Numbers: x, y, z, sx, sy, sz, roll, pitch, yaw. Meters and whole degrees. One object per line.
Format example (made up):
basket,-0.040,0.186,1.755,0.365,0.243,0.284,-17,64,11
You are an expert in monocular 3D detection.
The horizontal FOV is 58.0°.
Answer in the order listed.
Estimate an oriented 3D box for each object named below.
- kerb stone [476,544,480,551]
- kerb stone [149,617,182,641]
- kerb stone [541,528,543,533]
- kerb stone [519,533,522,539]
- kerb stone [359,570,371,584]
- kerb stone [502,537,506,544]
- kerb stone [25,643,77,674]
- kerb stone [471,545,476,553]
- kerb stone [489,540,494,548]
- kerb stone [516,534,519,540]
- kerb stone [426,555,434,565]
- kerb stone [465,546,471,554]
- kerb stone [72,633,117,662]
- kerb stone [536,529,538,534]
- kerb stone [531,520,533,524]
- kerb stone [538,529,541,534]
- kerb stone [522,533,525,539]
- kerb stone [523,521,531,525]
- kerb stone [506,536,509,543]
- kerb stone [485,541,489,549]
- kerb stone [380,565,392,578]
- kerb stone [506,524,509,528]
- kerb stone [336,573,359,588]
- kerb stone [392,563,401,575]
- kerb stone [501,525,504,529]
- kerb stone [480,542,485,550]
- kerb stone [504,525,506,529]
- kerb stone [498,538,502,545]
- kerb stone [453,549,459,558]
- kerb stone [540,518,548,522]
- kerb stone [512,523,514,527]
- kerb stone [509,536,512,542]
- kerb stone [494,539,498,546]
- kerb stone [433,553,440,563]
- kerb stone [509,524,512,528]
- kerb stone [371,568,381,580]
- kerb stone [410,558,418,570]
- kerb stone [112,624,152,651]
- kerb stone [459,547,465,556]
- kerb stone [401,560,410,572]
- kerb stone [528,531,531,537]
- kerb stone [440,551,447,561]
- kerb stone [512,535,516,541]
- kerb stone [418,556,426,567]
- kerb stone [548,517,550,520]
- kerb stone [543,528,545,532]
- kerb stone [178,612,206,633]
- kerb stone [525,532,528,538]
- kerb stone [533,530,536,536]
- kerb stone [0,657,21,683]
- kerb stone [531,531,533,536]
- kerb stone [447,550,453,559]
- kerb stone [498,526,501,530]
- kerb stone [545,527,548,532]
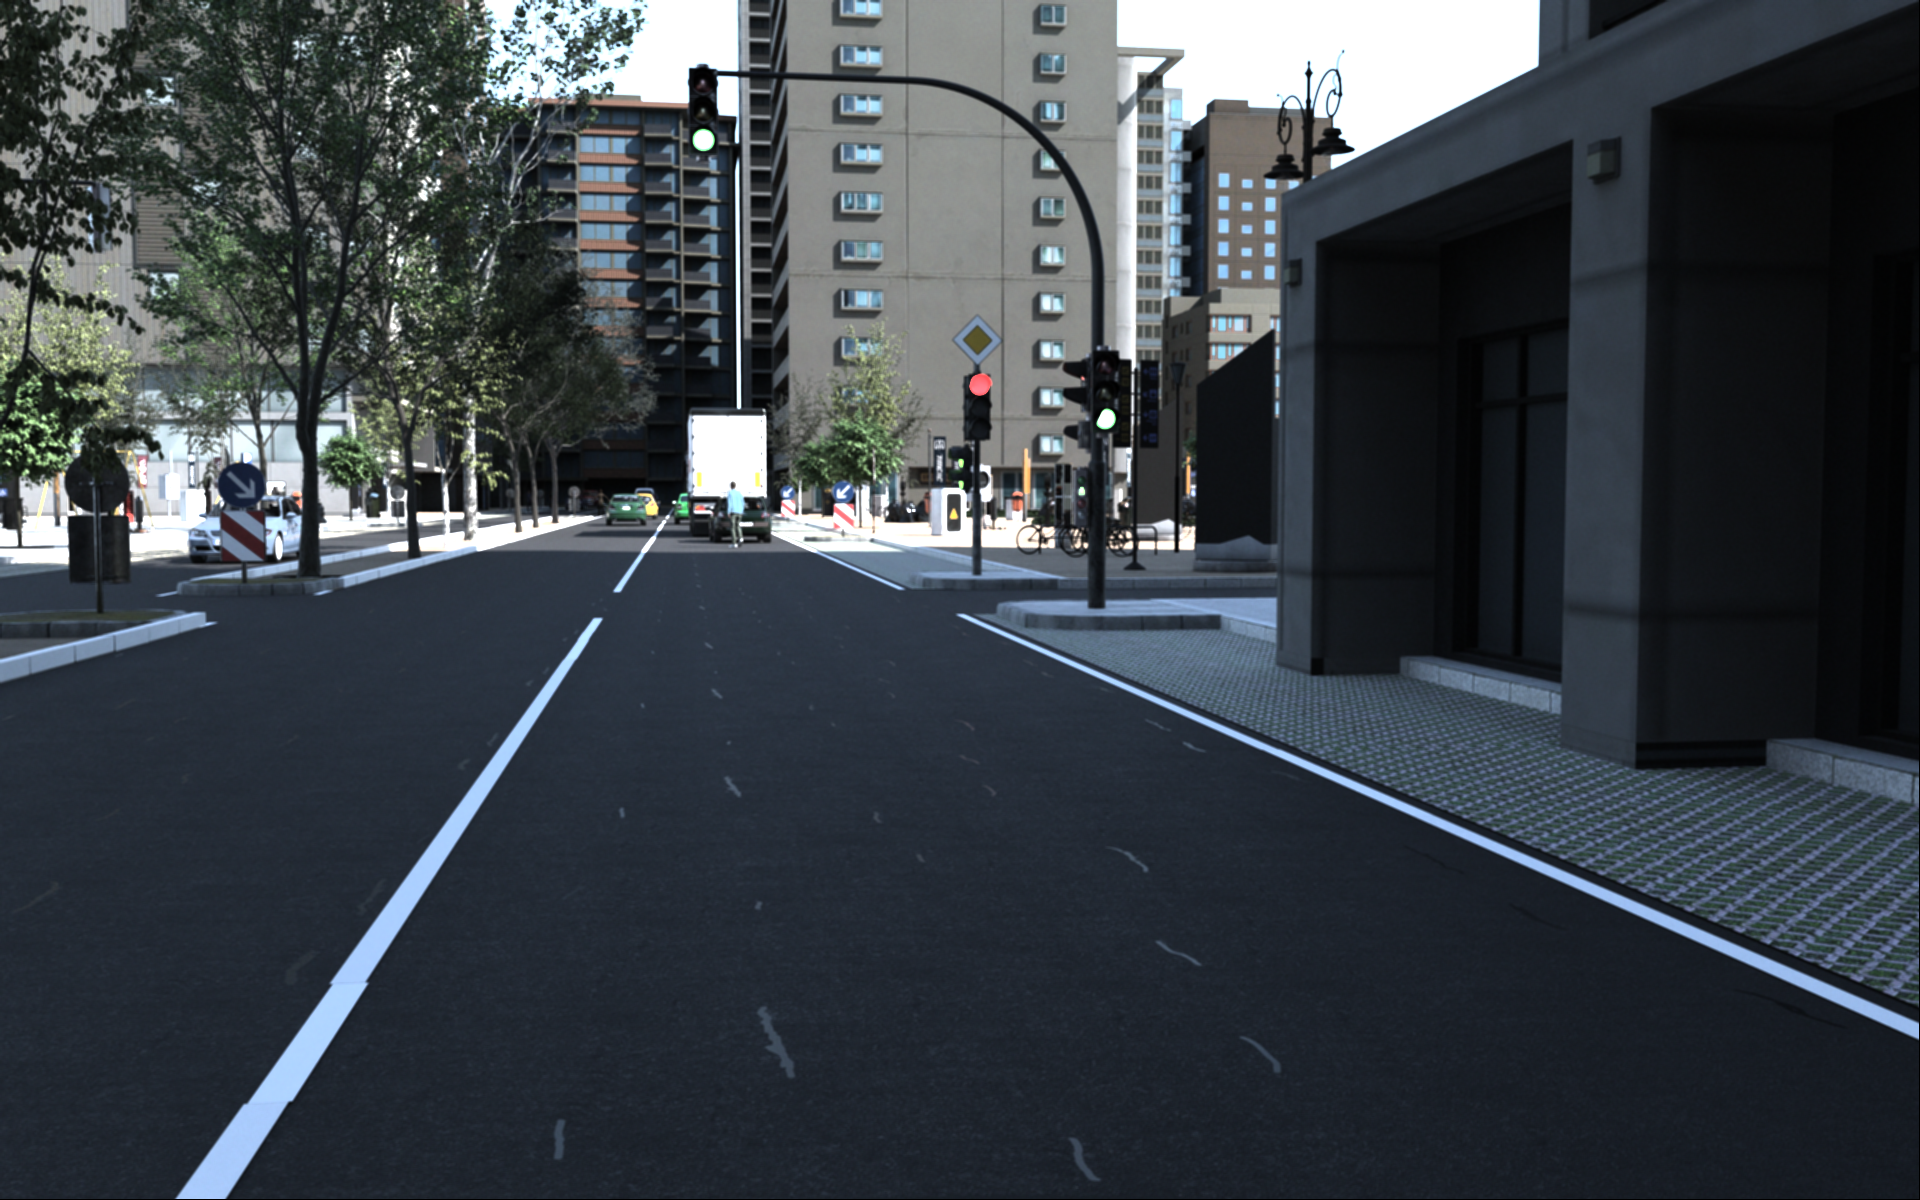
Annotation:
kerb stone,-12.131,-1.279,43.151,0.120,0.150,1.000,-1,4,-9
kerb stone,-7.993,0.302,17.265,0.120,0.150,1.000,-1,4,-9
kerb stone,-15.203,-2.458,62.384,0.120,0.150,1.000,-1,4,-9
kerb stone,-13.915,-1.963,54.293,0.120,0.150,1.000,-1,4,-9
kerb stone,-9.692,-0.350,27.922,0.120,0.150,1.000,-1,4,-9
kerb stone,-13.099,-1.650,49.214,0.120,0.150,1.000,-1,4,-9
kerb stone,-7.508,0.488,14.217,0.120,0.150,1.000,-1,4,-9
kerb stone,-11.966,-1.219,42.129,0.120,0.150,1.000,-1,4,-9
kerb stone,-12.615,-1.467,46.182,0.120,0.150,1.000,-1,4,-9
kerb stone,-13.749,-1.901,53.285,0.120,0.150,1.000,-1,4,-9
kerb stone,-10.829,-0.779,35.014,0.120,0.150,1.000,-1,4,-9
kerb stone,-11.800,-1.155,41.114,0.120,0.150,1.000,-1,4,-9
kerb stone,-7.672,0.430,15.241,0.120,0.150,1.000,-1,4,-9
kerb stone,-14.886,-2.334,60.358,0.120,0.150,1.000,-1,4,-9
kerb stone,-20.506,-3.674,82.267,0.120,0.150,1.000,-1,4,-9
kerb stone,-15.047,-2.396,61.367,0.120,0.150,1.000,-1,4,-9
kerb stone,-14.071,-2.025,55.304,0.120,0.150,1.000,-1,4,-9
kerb stone,-20.342,-3.605,81.258,0.120,0.150,1.000,-1,4,-9
kerb stone,-13.266,-1.714,50.236,0.120,0.150,1.000,-1,4,-9
kerb stone,-12.458,-1.399,45.172,0.120,0.150,1.000,-1,4,-9
kerb stone,-10.017,-0.474,29.950,0.120,0.150,1.000,-1,4,-9
kerb stone,-18.731,-2.990,71.125,0.120,0.150,1.000,-1,4,-9
kerb stone,-9.534,-0.288,26.903,0.120,0.150,1.000,-1,4,-9
kerb stone,-10.184,-0.537,30.969,0.120,0.150,1.000,-1,4,-9
kerb stone,-18.403,-2.869,69.101,0.120,0.150,1.000,-1,4,-9
kerb stone,-12.298,-1.339,44.162,0.120,0.150,1.000,-1,4,-9
kerb stone,-18.574,-2.931,70.111,0.120,0.150,1.000,-1,4,-9
kerb stone,-12.941,-1.591,48.204,0.120,0.150,1.000,-1,4,-9
kerb stone,-11.478,-1.032,39.065,0.120,0.150,1.000,-1,4,-9
kerb stone,-21.960,-4.231,91.389,0.120,0.150,1.000,-1,4,-9
kerb stone,-19.055,-3.114,73.151,0.120,0.150,1.000,-1,4,-9
kerb stone,-13.435,-1.777,51.251,0.120,0.150,1.000,-1,4,-9
kerb stone,-12.777,-1.529,47.195,0.120,0.150,1.000,-1,4,-9
kerb stone,-10.997,-0.846,36.022,0.120,0.150,1.000,-1,4,-9
kerb stone,-18.885,-3.054,72.136,0.120,0.150,1.000,-1,4,-9
kerb stone,-9.864,-0.412,28.934,0.120,0.150,1.000,-1,4,-9
kerb stone,-10.505,-0.660,32.988,0.120,0.150,1.000,-1,4,-9
kerb stone,-7.827,0.364,16.251,0.120,0.150,1.000,-1,4,-9
kerb stone,-11.639,-1.090,40.089,0.120,0.150,1.000,-1,4,-9
kerb stone,-10.343,-0.598,31.979,0.120,0.150,1.000,-1,4,-9
kerb stone,-14.396,-2.148,57.322,0.120,0.150,1.000,-1,4,-9
kerb stone,-11.157,-0.907,37.032,0.120,0.150,1.000,-1,4,-9
kerb stone,-13.589,-1.839,52.267,0.120,0.150,1.000,-1,4,-9
kerb stone,-10.671,-0.722,34.004,0.120,0.150,1.000,-1,4,-9
kerb stone,-22.135,-4.290,92.397,0.120,0.150,1.000,-1,4,-9
kerb stone,-15.370,-2.512,63.393,0.120,0.150,1.000,-1,4,-9
kerb stone,-8.158,0.240,18.279,0.120,0.150,1.000,-1,4,-9
kerb stone,-14.230,-2.087,56.313,0.120,0.150,1.000,-1,4,-9
kerb stone,-14.717,-2.272,59.350,0.120,0.150,1.000,-1,4,-9
kerb stone,-7.346,0.550,13.207,0.120,0.150,1.000,-1,4,-9
kerb stone,-14.559,-2.209,58.338,0.120,0.150,1.000,-1,4,-9
kerb stone,-11.317,-0.969,38.047,0.120,0.150,1.000,-1,4,-9
kerb stone,-18.239,-2.807,68.086,0.120,0.150,1.000,-1,4,-9
kerb stone,-15.529,-2.572,64.408,0.120,0.150,1.000,-1,4,-9
